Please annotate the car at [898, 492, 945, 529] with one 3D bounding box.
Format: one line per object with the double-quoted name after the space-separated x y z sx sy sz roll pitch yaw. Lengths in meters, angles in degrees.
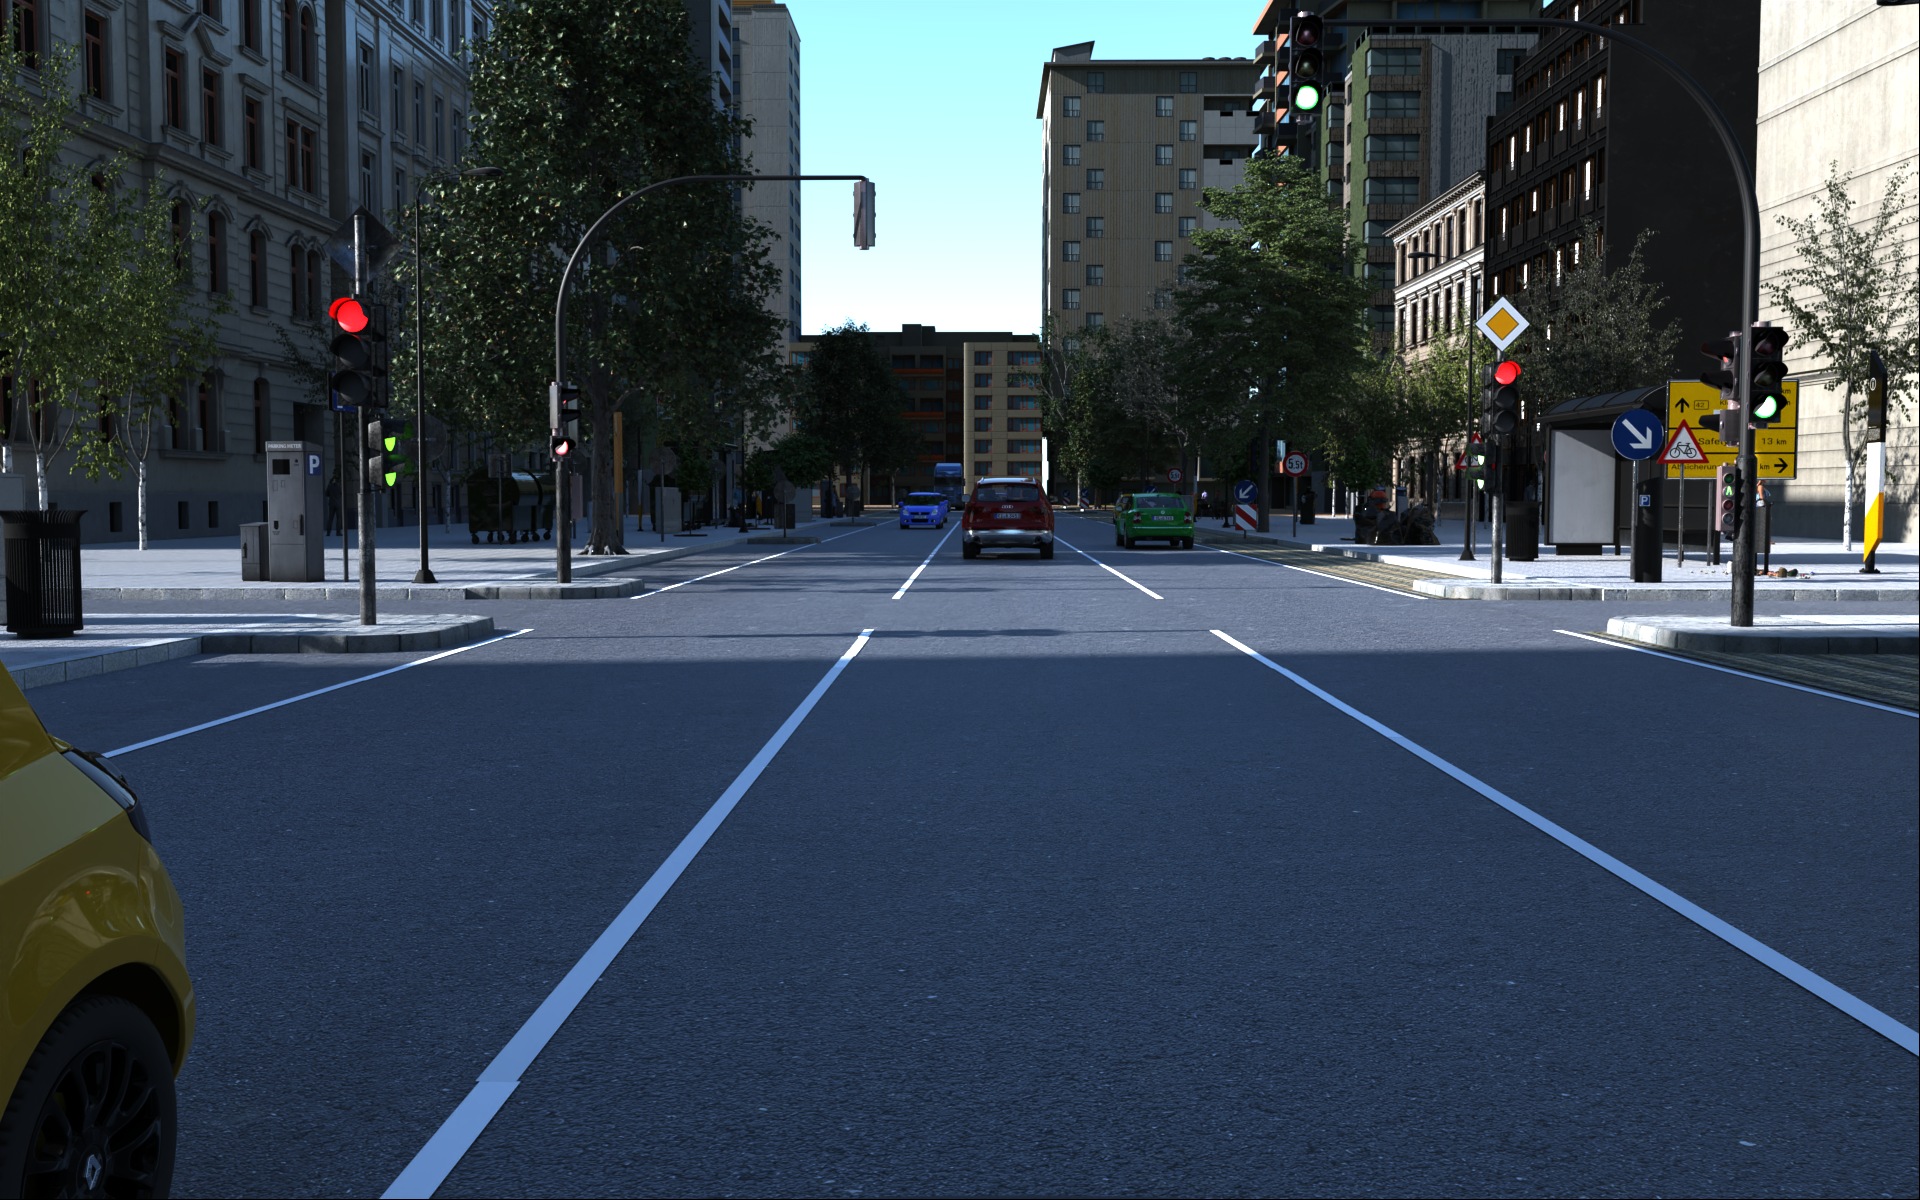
-1.572 -3.809 71.864 1.945 1.707 3.694 0 4 2 "car"

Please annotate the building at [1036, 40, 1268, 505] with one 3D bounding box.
23.378 -38.007 210.654 27.495 52.752 28.713 0 4 1 "building"

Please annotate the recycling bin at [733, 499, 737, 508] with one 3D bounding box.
-11.069 -4.271 82.390 0.722 1.027 0.722 3 5 45 "recycling bin"

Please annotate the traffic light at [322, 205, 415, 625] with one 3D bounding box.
-5.791 -1.710 16.885 0.839 4.253 0.868 0 4 1 "traffic light"

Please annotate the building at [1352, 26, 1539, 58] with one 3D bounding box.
31.367 -20.704 110.204 14.160 30.474 14.107 0 4 1 "building"

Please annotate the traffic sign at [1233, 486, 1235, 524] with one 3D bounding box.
11.584 -4.470 73.189 0.768 2.556 0.104 0 4 5 "traffic sign"

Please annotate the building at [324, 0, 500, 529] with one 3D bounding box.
-27.982 -17.476 71.631 13.634 28.700 20.117 0 4 1 "building"

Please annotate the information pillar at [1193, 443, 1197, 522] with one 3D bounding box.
10.699 -5.344 78.733 0.183 3.616 0.504 0 4 -1 "information pillar"

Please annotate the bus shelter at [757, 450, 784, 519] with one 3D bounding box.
-9.519 -6.140 91.669 1.731 3.624 6.357 0 4 1 "bus shelter"

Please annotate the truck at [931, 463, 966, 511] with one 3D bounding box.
-0.858 -10.232 157.047 2.967 4.110 18.799 0 4 1 "truck"

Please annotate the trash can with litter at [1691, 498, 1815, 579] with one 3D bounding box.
12.631 -0.989 27.230 1.678 1.210 2.233 0 4 5 "trash can with litter"

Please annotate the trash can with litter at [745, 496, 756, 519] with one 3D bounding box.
-10.829 -4.791 89.716 0.624 1.170 1.055 0 4 7 "trash can with litter"

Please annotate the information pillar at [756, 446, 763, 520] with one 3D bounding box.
-9.847 -5.716 84.810 0.183 3.616 0.504 1 4 18 "information pillar"

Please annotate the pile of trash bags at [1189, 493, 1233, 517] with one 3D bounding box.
13.963 -5.385 97.795 1.912 1.369 3.447 -2 4 -27 "pile of trash bags"

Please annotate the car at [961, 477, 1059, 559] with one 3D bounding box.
1.133 -1.905 39.812 2.281 1.827 5.304 0 4 3 "car"

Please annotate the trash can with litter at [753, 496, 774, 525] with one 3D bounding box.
-7.850 -3.701 71.575 1.678 1.210 2.233 -2 4 -24 "trash can with litter"

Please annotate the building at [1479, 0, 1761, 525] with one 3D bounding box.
30.190 -14.815 71.906 12.332 23.373 15.834 0 4 1 "building"

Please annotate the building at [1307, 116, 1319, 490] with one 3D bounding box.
32.139 -21.598 124.834 14.160 30.474 14.107 0 4 1 "building"

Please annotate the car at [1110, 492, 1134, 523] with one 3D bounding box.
8.213 -4.438 82.778 2.015 1.641 3.980 0 4 2 "car"

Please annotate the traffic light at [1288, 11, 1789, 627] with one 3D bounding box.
5.476 -2.566 16.617 4.771 5.953 1.251 0 4 1 "traffic light"

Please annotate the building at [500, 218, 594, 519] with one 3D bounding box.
-25.764 -14.408 90.315 10.420 20.320 16.860 0 4 1 "building"

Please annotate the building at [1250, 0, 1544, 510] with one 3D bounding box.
36.592 -30.075 146.351 22.147 44.769 28.867 0 4 1 "building"

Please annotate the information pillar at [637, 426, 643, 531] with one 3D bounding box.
-11.043 -4.184 59.768 0.183 3.616 0.504 0 4 -6 "information pillar"

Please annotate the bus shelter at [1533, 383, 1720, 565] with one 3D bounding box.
13.001 -2.431 33.676 2.014 3.302 5.546 0 4 1 "bus shelter"

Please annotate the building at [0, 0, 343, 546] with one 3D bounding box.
-28.448 -16.052 49.845 14.401 28.519 23.554 0 4 1 "building"

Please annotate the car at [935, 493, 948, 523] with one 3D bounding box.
-1.523 -4.703 86.492 1.945 1.707 3.694 0 4 2 "car"

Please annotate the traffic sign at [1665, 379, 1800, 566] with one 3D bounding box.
13.673 -2.256 30.754 2.265 3.308 0.079 0 4 5 "traffic sign"

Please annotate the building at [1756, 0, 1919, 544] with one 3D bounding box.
46.237 -16.481 45.885 44.131 29.872 17.030 0 4 1 "building"

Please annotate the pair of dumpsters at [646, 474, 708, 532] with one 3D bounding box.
-9.959 -3.578 61.000 1.574 2.255 4.437 0 4 1 "pair of dumpsters"

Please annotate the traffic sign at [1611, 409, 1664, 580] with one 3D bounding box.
10.103 -1.579 25.923 0.768 2.556 0.104 0 4 2 "traffic sign"

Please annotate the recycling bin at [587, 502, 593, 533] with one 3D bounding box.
-12.031 -2.760 57.674 0.722 1.027 0.722 -1 4 -16 "recycling bin"

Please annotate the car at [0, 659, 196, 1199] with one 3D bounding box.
-2.356 0.529 1.570 2.015 1.641 3.980 0 4 3 "car"

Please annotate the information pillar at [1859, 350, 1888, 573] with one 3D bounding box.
14.802 -2.241 28.002 0.183 3.616 0.504 0 4 5 "information pillar"

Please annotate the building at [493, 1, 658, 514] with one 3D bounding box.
-27.085 -25.891 106.904 14.154 41.232 14.086 0 4 1 "building"

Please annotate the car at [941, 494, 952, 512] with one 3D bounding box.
-1.653 -7.695 137.813 2.014 1.417 4.499 0 4 1 "car"

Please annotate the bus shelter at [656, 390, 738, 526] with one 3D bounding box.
-10.643 -5.638 69.812 2.179 5.291 8.768 0 4 1 "bus shelter"

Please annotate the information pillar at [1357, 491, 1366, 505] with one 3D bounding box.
15.305 -3.760 65.972 0.304 2.012 0.304 1 4 19 "information pillar"

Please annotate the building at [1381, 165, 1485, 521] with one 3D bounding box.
29.365 -13.797 90.209 10.561 19.102 19.286 0 4 1 "building"

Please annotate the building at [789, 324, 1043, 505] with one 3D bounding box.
-4.849 -22.403 211.322 28.899 21.520 27.650 0 4 1 "building"

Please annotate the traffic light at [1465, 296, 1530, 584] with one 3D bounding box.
7.671 -2.189 24.716 0.839 4.253 0.868 0 4 1 "traffic light"

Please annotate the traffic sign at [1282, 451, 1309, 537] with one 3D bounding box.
9.926 -3.132 51.322 0.768 2.556 0.104 0 4 5 "traffic sign"

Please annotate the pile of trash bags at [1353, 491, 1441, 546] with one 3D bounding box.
11.063 -2.131 44.586 1.912 1.369 3.447 0 4 0 "pile of trash bags"

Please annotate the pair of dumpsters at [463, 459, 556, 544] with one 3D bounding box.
-11.934 -2.670 46.151 1.574 2.255 4.437 0 4 1 "pair of dumpsters"

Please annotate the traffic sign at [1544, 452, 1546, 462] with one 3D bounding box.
14.260 -2.510 41.143 0.768 2.556 0.104 1 4 10 "traffic sign"

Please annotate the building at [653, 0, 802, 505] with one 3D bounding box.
-33.433 -40.743 208.145 28.212 58.520 21.231 0 4 1 "building"

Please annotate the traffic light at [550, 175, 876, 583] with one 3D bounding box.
-3.597 -3.071 24.878 4.771 5.953 1.251 0 4 1 "traffic light"

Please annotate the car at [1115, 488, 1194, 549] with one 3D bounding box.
5.191 -2.307 46.509 1.959 1.807 4.718 0 3 0 "car"

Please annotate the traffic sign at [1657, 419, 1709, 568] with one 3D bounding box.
12.554 -1.843 30.137 0.884 2.594 0.081 0 4 4 "traffic sign"
